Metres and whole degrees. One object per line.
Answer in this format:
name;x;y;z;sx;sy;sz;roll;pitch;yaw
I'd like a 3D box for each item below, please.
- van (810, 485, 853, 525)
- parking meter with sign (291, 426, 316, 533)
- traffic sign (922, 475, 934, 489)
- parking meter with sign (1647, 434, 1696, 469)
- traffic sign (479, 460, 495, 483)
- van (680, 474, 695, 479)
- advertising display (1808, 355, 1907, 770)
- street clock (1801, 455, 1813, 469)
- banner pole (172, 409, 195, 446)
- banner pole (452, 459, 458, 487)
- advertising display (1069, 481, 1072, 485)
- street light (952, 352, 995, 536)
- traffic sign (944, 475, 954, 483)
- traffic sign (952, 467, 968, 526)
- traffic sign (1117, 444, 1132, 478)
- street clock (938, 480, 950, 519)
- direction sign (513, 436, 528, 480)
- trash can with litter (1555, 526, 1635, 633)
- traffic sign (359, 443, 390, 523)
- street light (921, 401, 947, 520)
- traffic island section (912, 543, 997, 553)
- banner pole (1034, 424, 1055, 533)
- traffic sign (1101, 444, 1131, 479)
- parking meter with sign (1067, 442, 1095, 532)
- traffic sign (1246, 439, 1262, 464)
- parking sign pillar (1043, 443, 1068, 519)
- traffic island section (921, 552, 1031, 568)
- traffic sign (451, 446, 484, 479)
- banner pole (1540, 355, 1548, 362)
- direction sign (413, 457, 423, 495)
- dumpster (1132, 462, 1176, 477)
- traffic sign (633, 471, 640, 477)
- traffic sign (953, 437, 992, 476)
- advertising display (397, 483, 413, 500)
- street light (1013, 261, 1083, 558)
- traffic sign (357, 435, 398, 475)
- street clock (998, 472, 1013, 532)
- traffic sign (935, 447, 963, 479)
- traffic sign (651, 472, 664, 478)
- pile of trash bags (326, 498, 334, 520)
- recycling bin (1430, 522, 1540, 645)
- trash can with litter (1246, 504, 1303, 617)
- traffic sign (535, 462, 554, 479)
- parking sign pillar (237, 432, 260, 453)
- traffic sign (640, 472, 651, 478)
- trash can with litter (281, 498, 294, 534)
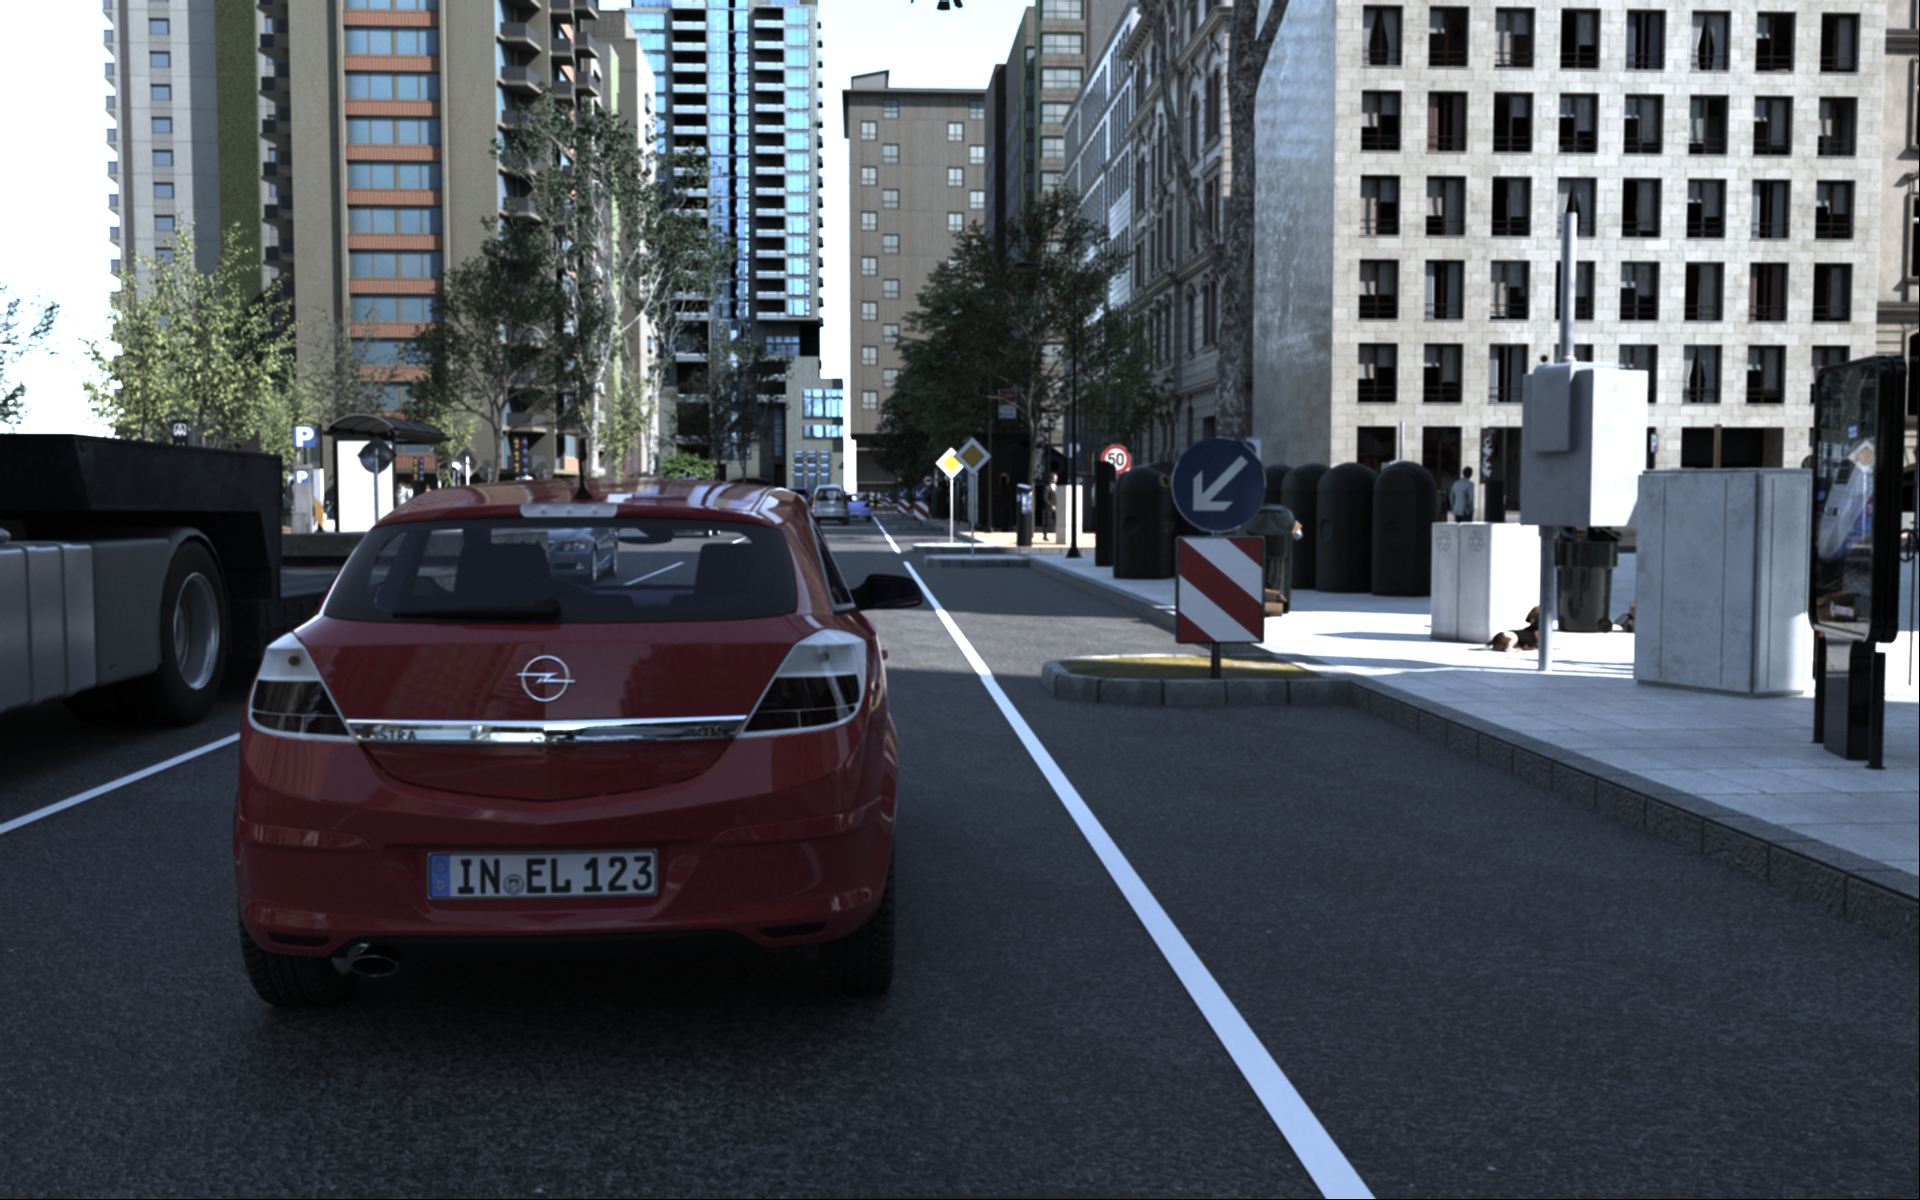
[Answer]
van;-6.048;-4.534;81.137;2.013;2.044;4.112;0;4;-2
parking meter with sign;-16.592;-2.902;43.707;0.543;3.016;1.738;-1;4;-15
traffic sign;-2.138;-7.077;115.815;0.768;2.556;0.104;0;4;4
parking meter with sign;20.604;-3.256;49.505;1.738;3.016;0.543;3;5;42
traffic sign;-17.597;-3.952;64.726;0.768;2.556;0.104;0;4;-2
van;-10.729;-3.694;64.782;2.240;2.365;5.245;0;4;-5
advertising display;4.359;-0.199;8.460;0.123;1.923;0.974;1;4;10
street clock;15.911;-1.693;32.251;0.358;2.002;0.471;-1;4;-18
banner pole;-22.905;-3.748;51.290;0.863;3.779;0.401;0;4;2
banner pole;-32.107;-7.353;110.237;0.401;3.779;0.863;1;4;14
advertising display;5.753;-4.819;84.011;0.974;1.923;0.123;-1;4;-15
street light;0.421;-5.143;56.632;1.470;5.913;1.316;0;4;-3
traffic sign;-0.496;-5.853;95.430;0.795;2.593;0.064;0;4;5
traffic sign;-0.069;-4.302;70.450;0.768;2.556;0.104;0;4;6
traffic sign;4.111;-2.757;45.083;0.884;2.594;0.081;0;4;3
street clock;-0.725;-5.219;89.903;0.471;2.002;0.358;2;4;30
direction sign;-17.318;-4.666;68.288;0.379;3.537;0.876;2;4;24
trash can with litter;6.053;-0.291;16.146;1.055;1.170;0.624;0;4;4
traffic sign;-14.183;-2.565;42.038;0.768;2.556;0.104;0;4;-3
street light;-1.391;-6.994;86.888;1.470;5.913;1.316;0;4;-3
traffic island section;-0.172;-1.280;43.202;2.009;0.180;2.903;0;4;-3
banner pole;2.728;-4.091;56.905;0.863;3.779;0.401;-1;4;-19
traffic sign;4.000;-2.719;44.566;0.768;2.556;0.104;0;4;-2
parking meter with sign;4.228;-3.842;59.071;0.543;3.016;1.738;2;4;26
traffic sign;5.156;-1.785;31.312;0.606;2.300;0.079;0;4;4
parking sign pillar;4.855;-6.083;87.936;1.447;3.967;1.447;0;4;2
traffic island section;0.299;-0.792;35.231;2.009;0.180;2.903;0;4;-3
traffic sign;-12.070;-2.462;42.439;0.795;2.593;0.064;0;4;-3
banner pole;10.485;-2.511;31.069;0.401;3.779;0.863;0;4;8
direction sign;-33.247;-6.992;106.318;0.379;3.537;0.876;2;4;24
dumpster;3.660;-1.621;32.260;1.264;1.857;1.865;0;4;-3
traffic sign;-18.544;-6.078;99.372;0.884;2.594;0.081;0;4;-2
traffic sign;0.275;-2.016;35.147;0.795;2.593;0.064;0;4;-3
advertising display;-33.673;-6.114;105.171;0.123;1.923;0.974;3;5;42
street light;1.756;-3.805;34.757;1.470;5.913;1.316;0;4;-3
traffic sign;-11.599;-1.974;34.468;0.795;2.593;0.064;0;4;-3
street clock;1.514;-3.262;57.902;0.471;2.002;0.358;2;4;33
traffic sign;-0.195;-2.503;43.118;0.795;2.593;0.064;0;4;-3
traffic sign;-17.194;-6.017;98.481;0.768;2.556;0.104;0;4;-1
pile of trash bags;-30.286;-4.782;87.945;1.912;1.369;3.447;3;5;41
recycling bin;4.623;-0.159;15.147;0.722;1.027;0.722;-2;4;-30
trash can with litter;3.347;-0.430;18.424;0.624;1.170;1.055;1;4;9
traffic sign;-16.387;-4.171;68.309;0.768;2.556;0.104;0;4;-1
parking sign pillar;-30.591;-5.245;74.236;1.447;3.967;1.447;1;4;19
traffic sign;-17.945;-6.050;99.016;0.768;2.556;0.104;0;4;3
trash can with litter;-20.589;-2.545;52.994;0.624;1.170;1.055;-2;4;-35
